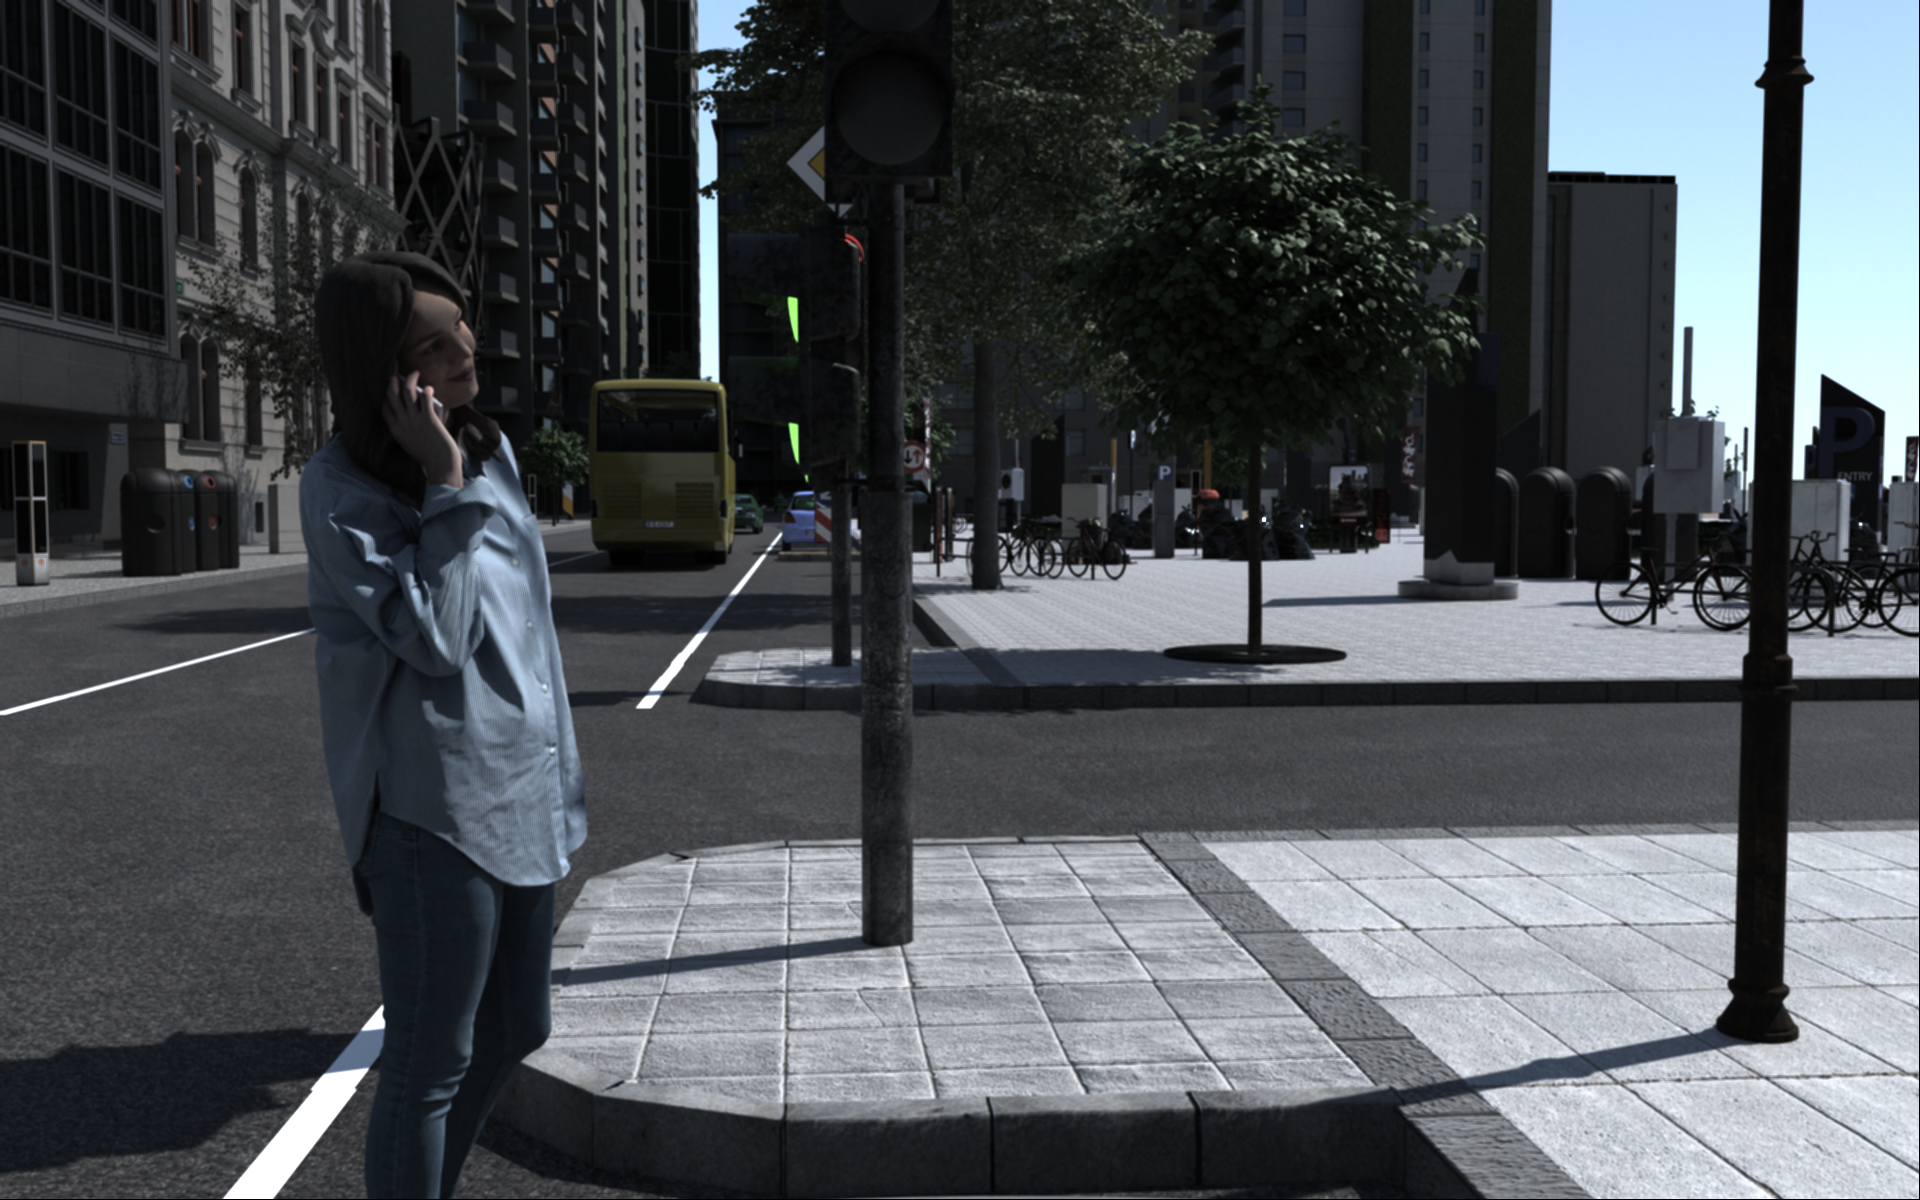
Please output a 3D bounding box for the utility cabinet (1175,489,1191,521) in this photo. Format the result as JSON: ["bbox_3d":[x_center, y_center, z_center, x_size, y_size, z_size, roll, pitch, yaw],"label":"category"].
[{"bbox_3d":[9.088,-3.845,71.551,1.173,1.500,0.318,-2,4,-33],"label":"utility cabinet"}]

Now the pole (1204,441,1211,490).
[{"bbox_3d":[6.259,-3.055,43.791,0.158,3.312,0.155,0,3,0],"label":"pole"}]

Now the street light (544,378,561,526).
[{"bbox_3d":[-16.259,-5.896,69.182,0.468,5.910,1.993,0,4,-5],"label":"street light"}]

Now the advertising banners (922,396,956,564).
[{"bbox_3d":[-0.398,-2.188,31.958,0.090,3.025,2.074,1,4,15],"label":"advertising banners"}]

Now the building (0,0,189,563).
[{"bbox_3d":[-22.693,-14.157,24.975,14.314,27.812,24.014,0,4,-5],"label":"building"}]

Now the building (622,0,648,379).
[{"bbox_3d":[-38.139,-31.977,146.530,21.600,48.544,21.300,0,4,-5],"label":"building"}]

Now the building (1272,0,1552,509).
[{"bbox_3d":[34.761,-37.372,153.026,28.212,58.520,21.231,0,4,-5],"label":"building"}]

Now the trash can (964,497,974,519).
[{"bbox_3d":[0.543,-4.229,80.790,0.748,1.137,0.748,0,3,0],"label":"trash can"}]

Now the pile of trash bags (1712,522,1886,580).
[{"bbox_3d":[13.598,-1.039,26.733,3.447,1.369,1.912,0,4,0],"label":"pile of trash bags"}]

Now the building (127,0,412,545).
[{"bbox_3d":[-24.853,-15.976,48.595,14.401,28.519,23.554,0,4,-5],"label":"building"}]

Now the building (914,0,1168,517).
[{"bbox_3d":[4.178,-25.655,103.051,14.154,41.232,14.086,0,4,-5],"label":"building"}]

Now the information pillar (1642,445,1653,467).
[{"bbox_3d":[32.508,-5.536,81.872,0.504,3.616,0.183,3,4,38],"label":"information pillar"}]

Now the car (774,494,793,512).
[{"bbox_3d":[-14.338,-8.173,142.426,1.959,1.807,4.718,0,4,-4],"label":"car"}]

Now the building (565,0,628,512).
[{"bbox_3d":[-31.304,-26.808,121.901,14.154,41.232,14.086,0,4,-5],"label":"building"}]

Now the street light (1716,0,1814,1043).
[{"bbox_3d":[1.902,-1.906,3.953,0.468,5.910,1.993,0,4,-5],"label":"street light"}]

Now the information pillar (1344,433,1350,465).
[{"bbox_3d":[14.249,-4.433,63.832,0.183,3.616,0.504,0,4,-6],"label":"information pillar"}]

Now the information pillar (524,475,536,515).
[{"bbox_3d":[-16.528,-3.800,66.623,0.304,2.012,0.304,3,5,44],"label":"information pillar"}]

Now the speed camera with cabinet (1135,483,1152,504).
[{"bbox_3d":[9.518,-5.670,87.034,0.660,3.252,2.038,-2,4,-24],"label":"speed camera with cabinet"}]

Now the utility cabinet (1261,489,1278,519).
[{"bbox_3d":[14.121,-4.376,80.225,1.173,1.500,0.318,0,4,-5],"label":"utility cabinet"}]

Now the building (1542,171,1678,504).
[{"bbox_3d":[55.565,-23.686,158.966,14.107,30.474,14.160,0,4,-5],"label":"building"}]

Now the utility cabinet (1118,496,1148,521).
[{"bbox_3d":[5.724,-2.819,57.250,1.020,1.237,0.306,-2,4,-31],"label":"utility cabinet"}]

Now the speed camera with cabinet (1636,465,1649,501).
[{"bbox_3d":[22.915,-3.767,55.929,2.038,3.252,0.660,-1,4,-9],"label":"speed camera with cabinet"}]

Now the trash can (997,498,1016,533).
[{"bbox_3d":[1.469,-2.797,57.384,0.748,1.137,0.748,0,3,0],"label":"trash can"}]

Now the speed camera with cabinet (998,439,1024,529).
[{"bbox_3d":[1.483,-4.186,62.777,0.660,3.252,2.038,-2,4,-35],"label":"speed camera with cabinet"}]

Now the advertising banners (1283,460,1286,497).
[{"bbox_3d":[15.104,-5.166,80.646,0.090,3.025,2.074,1,4,13],"label":"advertising banners"}]

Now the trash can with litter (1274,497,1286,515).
[{"bbox_3d":[12.947,-3.477,68.236,1.055,1.170,0.624,-2,4,-28],"label":"trash can with litter"}]

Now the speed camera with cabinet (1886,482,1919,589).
[{"bbox_3d":[13.749,-1.785,23.517,2.038,3.252,0.660,0,4,-6],"label":"speed camera with cabinet"}]

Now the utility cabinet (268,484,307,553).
[{"bbox_3d":[-14.386,-1.761,37.468,0.318,1.500,1.173,2,4,28],"label":"utility cabinet"}]

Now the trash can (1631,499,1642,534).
[{"bbox_3d":[17.811,-2.087,45.781,0.748,1.137,0.748,0,3,0],"label":"trash can"}]

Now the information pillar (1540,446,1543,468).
[{"bbox_3d":[28.517,-5.729,85.031,0.183,3.616,0.504,1,4,14],"label":"information pillar"}]

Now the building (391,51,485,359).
[{"bbox_3d":[-27.967,-12.336,69.153,16.820,18.784,16.811,0,4,-5],"label":"building"}]

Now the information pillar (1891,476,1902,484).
[{"bbox_3d":[37.241,-3.939,68.892,0.304,2.012,0.304,-3,4,-39],"label":"information pillar"}]

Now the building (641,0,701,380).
[{"bbox_3d":[-38.172,-45.412,180.734,20.611,71.187,20.563,0,4,-5],"label":"building"}]

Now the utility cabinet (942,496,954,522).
[{"bbox_3d":[-0.653,-3.805,73.372,0.306,1.237,1.020,-2,4,-31],"label":"utility cabinet"}]

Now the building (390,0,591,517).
[{"bbox_3d":[-33.666,-27.245,100.081,22.147,44.769,28.867,0,4,-5],"label":"building"}]

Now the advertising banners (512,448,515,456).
[{"bbox_3d":[-17.769,-4.239,65.493,2.074,3.025,0.090,1,4,9],"label":"advertising banners"}]

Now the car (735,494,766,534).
[{"bbox_3d":[-8.187,-3.160,63.459,2.131,1.459,4.920,0,4,-4],"label":"car"}]

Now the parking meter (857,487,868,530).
[{"bbox_3d":[-3.518,-3.311,62.550,0.372,1.533,0.369,0,3,0],"label":"parking meter"}]

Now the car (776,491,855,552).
[{"bbox_3d":[-3.541,-2.018,42.587,1.945,1.707,3.694,0,4,-6],"label":"car"}]

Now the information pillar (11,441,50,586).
[{"bbox_3d":[-12.958,-1.203,24.156,0.304,2.012,0.304,1,4,14],"label":"information pillar"}]

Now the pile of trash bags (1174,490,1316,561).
[{"bbox_3d":[5.624,-1.534,34.834,1.912,1.369,3.447,-1,4,-20],"label":"pile of trash bags"}]

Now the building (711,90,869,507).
[{"bbox_3d":[-12.933,-32.375,183.956,28.867,44.769,22.147,0,4,-5],"label":"building"}]

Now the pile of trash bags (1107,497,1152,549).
[{"bbox_3d":[4.009,-1.881,40.512,3.447,1.369,1.912,-2,4,-34],"label":"pile of trash bags"}]

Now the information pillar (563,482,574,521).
[{"bbox_3d":[-18.915,-5.638,83.533,0.504,3.616,0.183,-2,4,-29],"label":"information pillar"}]

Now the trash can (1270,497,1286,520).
[{"bbox_3d":[14.452,-4.092,78.550,0.748,1.137,0.748,0,3,0],"label":"trash can"}]

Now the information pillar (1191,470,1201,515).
[{"bbox_3d":[7.276,-2.993,53.431,0.304,2.012,0.304,0,4,7],"label":"information pillar"}]

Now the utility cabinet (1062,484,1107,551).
[{"bbox_3d":[2.705,-1.767,37.571,0.318,1.500,1.173,-3,4,-37],"label":"utility cabinet"}]

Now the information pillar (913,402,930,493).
[{"bbox_3d":[-0.979,-3.208,43.798,0.504,3.616,0.183,2,4,33],"label":"information pillar"}]

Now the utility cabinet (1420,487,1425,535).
[{"bbox_3d":[14.444,-2.762,53.832,0.318,1.500,1.173,1,4,14],"label":"utility cabinet"}]

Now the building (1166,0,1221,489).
[{"bbox_3d":[6.062,-28.746,124.615,22.147,44.769,28.867,0,4,-5],"label":"building"}]

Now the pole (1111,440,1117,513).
[{"bbox_3d":[5.543,-4.205,62.593,0.158,3.312,0.155,0,3,0],"label":"pole"}]

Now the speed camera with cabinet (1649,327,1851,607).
[{"bbox_3d":[9.269,-1.588,20.293,2.038,3.252,0.660,3,4,37],"label":"speed camera with cabinet"}]

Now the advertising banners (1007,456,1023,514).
[{"bbox_3d":[2.131,-5.185,80.955,2.074,3.025,0.090,3,5,43],"label":"advertising banners"}]
